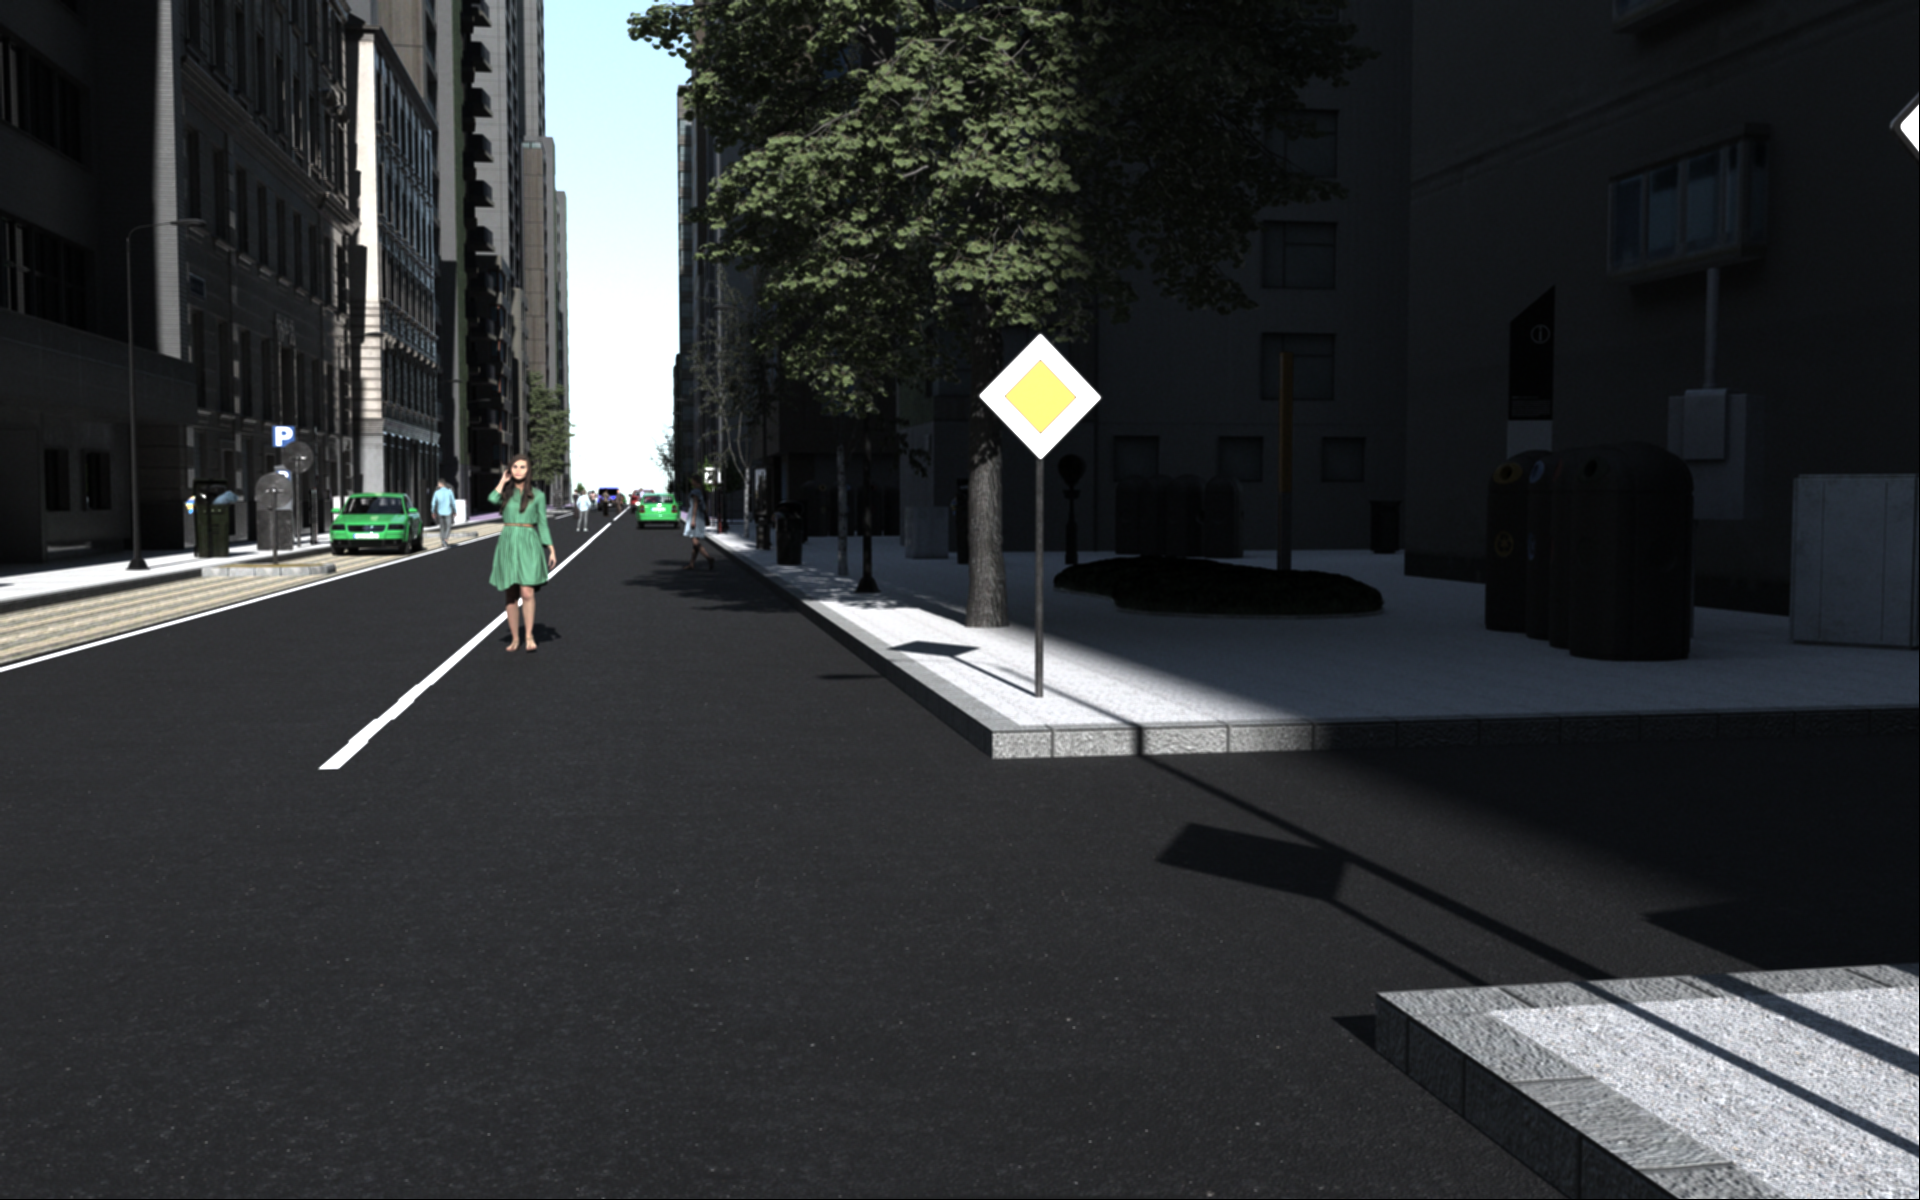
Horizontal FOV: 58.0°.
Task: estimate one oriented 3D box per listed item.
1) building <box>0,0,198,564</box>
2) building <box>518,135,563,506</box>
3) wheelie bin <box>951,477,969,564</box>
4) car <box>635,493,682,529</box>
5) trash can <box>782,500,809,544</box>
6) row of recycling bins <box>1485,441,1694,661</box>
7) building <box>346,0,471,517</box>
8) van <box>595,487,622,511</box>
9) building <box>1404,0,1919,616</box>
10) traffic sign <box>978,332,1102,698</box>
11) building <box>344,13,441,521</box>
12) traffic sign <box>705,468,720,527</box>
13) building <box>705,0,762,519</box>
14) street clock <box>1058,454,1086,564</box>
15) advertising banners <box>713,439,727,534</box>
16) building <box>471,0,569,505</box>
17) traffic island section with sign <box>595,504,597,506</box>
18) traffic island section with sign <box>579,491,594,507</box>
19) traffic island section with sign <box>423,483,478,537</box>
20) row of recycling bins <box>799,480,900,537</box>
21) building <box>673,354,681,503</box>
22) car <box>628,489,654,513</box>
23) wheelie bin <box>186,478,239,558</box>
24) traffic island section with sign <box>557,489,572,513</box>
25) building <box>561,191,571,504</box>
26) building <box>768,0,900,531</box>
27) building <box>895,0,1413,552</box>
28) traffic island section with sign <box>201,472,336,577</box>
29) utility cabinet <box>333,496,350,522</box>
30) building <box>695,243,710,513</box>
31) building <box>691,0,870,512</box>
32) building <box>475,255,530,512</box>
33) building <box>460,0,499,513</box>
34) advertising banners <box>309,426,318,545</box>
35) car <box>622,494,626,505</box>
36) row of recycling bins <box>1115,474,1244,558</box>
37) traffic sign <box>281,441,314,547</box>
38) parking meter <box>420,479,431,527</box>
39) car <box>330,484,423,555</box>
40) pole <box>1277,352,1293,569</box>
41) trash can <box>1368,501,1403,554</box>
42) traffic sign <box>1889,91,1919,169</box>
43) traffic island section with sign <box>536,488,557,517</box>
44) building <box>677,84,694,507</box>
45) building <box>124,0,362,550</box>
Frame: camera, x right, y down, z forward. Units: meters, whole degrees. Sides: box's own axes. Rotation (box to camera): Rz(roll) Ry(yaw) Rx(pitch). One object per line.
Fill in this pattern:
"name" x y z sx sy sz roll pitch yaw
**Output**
"building" -21.185 -12.425 22.212 14.314 24.678 30.058 -1 4 -10
"building" -51.975 -31.056 191.367 14.154 41.232 14.086 -1 4 -10
"wheelie bin" 0.286 -1.468 31.902 0.980 1.594 0.693 1 4 10
"car" -12.574 -3.883 72.279 1.959 1.807 4.718 -1 4 -9
"trash can" -4.258 -2.036 44.943 0.748 1.137 0.748 0 3 0
"row of recycling bins" 5.386 -0.480 14.959 1.069 1.692 3.534 0 4 3
"building" -33.098 -24.724 87.835 14.154 41.232 14.086 -1 4 -10
"van" -30.133 -8.836 148.847 2.240 2.365 5.245 -1 4 -9
"building" 18.119 -24.449 23.449 21.600 48.544 21.300 -1 4 -10
"traffic sign" 0.496 -0.442 10.872 0.795 2.450 0.064 -1 4 -10
"building" -27.770 -13.652 72.358 9.793 20.994 18.267 -1 4 -10
"traffic sign" -9.607 -3.993 67.412 0.606 2.300 0.079 0 4 -2
"building" -4.402 -34.251 102.007 21.231 58.520 28.212 -1 4 -10
"street clock" 2.036 -1.652 31.575 0.471 2.002 0.358 1 4 20
"advertising banners" -7.821 -3.680 56.357 0.090 3.025 2.074 0 4 3
"building" -57.844 -47.017 206.986 20.563 71.187 20.611 -1 4 -10
"traffic island section with sign" -45.823 -12.617 214.908 1.989 1.847 2.006 -1 4 -10
"traffic island section with sign" -40.946 -10.978 188.116 1.989 1.847 2.006 -1 4 -10
"traffic island section with sign" -17.170 -3.008 57.803 1.989 1.847 2.006 -1 4 -10
"row of recycling bins" -3.219 -2.811 53.074 3.534 1.692 1.069 -1 4 -22
"building" -23.792 -23.528 229.727 27.650 21.520 28.899 -1 4 -10
"car" -23.772 -7.434 130.220 2.281 1.827 5.304 -1 4 -10
"wheelie bin" -15.130 -1.663 35.095 0.980 1.594 0.693 -2 4 -30
"traffic island section with sign" -31.128 -7.687 134.312 1.989 1.847 2.006 -1 4 -10
"building" -58.465 -33.161 225.777 14.154 41.232 14.086 -1 4 -10
"building" -0.667 -25.451 66.229 14.600 45.320 14.200 -1 4 -10
"building" 5.100 -22.100 44.937 14.154 41.232 14.086 -1 4 -10
"traffic island section with sign" -12.284 -1.364 30.924 1.989 1.847 2.006 -1 4 -10
"utility cabinet" -18.696 -2.569 53.172 1.020 1.237 0.306 0 4 1
"building" -5.940 -17.646 133.555 27.650 21.520 28.899 -1 4 -10
"building" -16.396 -30.745 152.791 14.600 45.320 14.200 -1 4 -10
"building" -49.349 -17.882 137.404 27.650 21.520 28.899 -1 4 -10
"building" -41.176 -27.748 108.306 22.147 44.769 28.867 -1 4 -10
"advertising banners" -16.522 -2.943 44.308 0.090 3.025 2.074 -1 4 -15
"car" -45.959 -13.754 233.676 1.959 1.807 4.718 -1 4 -12
"row of recycling bins" 4.497 -1.761 35.904 1.069 1.692 3.534 -2 4 -35
"traffic sign" -15.951 -2.545 41.717 0.768 2.556 0.104 0 4 -2
"parking meter" -20.710 -3.754 67.091 0.255 1.863 0.399 0 4 7
"car" -14.027 -2.015 41.742 1.959 1.807 4.718 -1 4 -12
"pole" 4.688 -1.904 24.975 0.158 3.312 0.155 0 3 0
"trash can" 9.186 -1.576 37.426 0.748 1.137 0.748 0 3 0
"traffic sign" 1.929 0.038 3.016 0.795 2.450 0.064 -1 4 -10
"traffic island section with sign" -26.297 -6.065 107.792 1.989 1.847 2.006 -1 4 -10
"building" -21.766 -30.216 177.632 14.154 41.232 14.086 -1 4 -10
"building" -25.547 -15.450 49.873 12.463 27.353 25.104 -1 4 -10
